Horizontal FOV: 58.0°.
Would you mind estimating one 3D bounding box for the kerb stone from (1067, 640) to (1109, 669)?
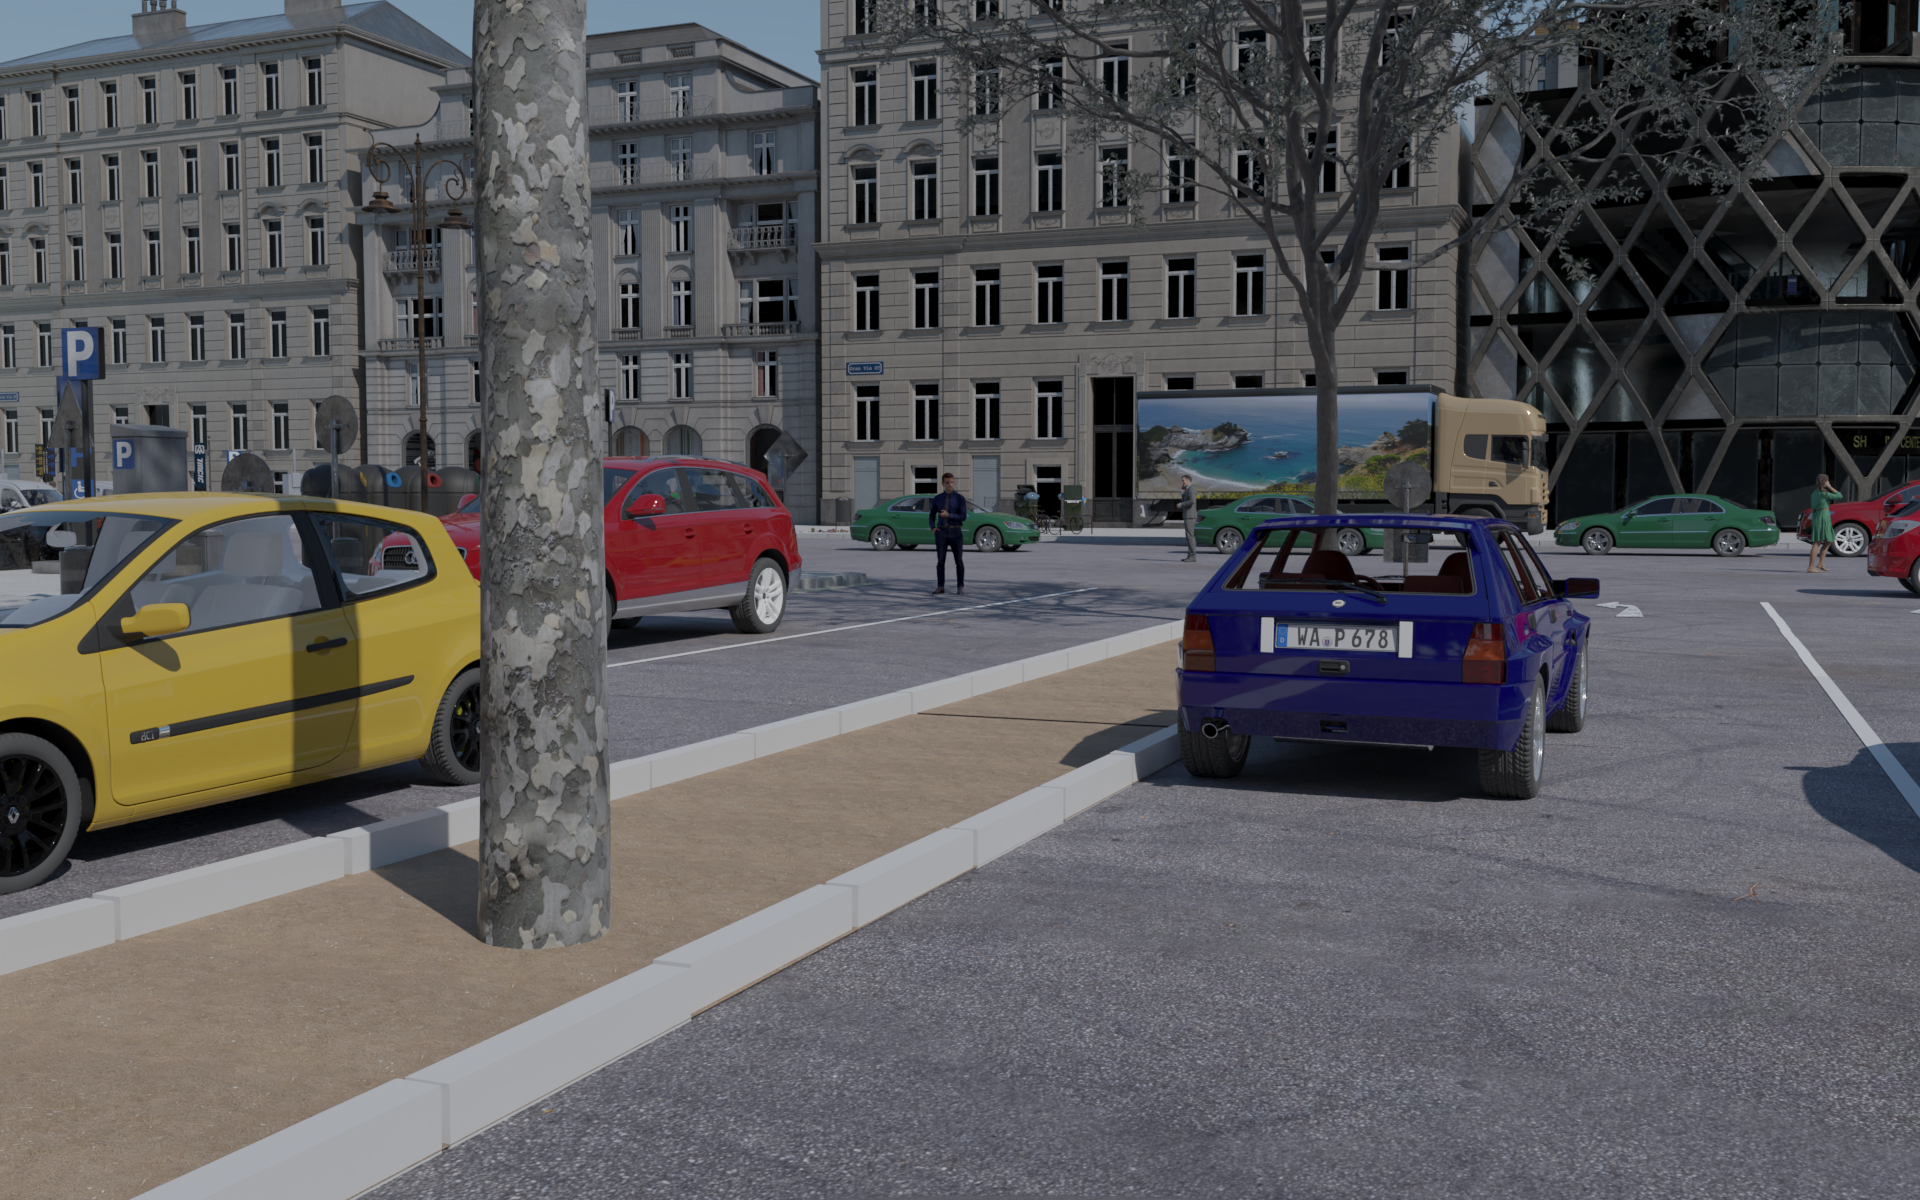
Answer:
[{"bbox_3d":[1.018,0.469,14.539,0.120,0.150,1.000,1,4,22],"label":"kerb stone"}]

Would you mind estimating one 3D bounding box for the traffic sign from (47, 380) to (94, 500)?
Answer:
[{"bbox_3d":[-10.213,-1.215,19.862,0.884,2.594,0.081,2,4,31],"label":"traffic sign"}]

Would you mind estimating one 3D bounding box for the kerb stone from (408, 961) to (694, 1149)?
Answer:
[{"bbox_3d":[-0.979,1.102,4.269,0.120,0.150,1.000,1,4,22],"label":"kerb stone"}]

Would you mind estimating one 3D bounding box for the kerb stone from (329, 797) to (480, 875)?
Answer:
[{"bbox_3d":[-2.134,0.932,6.953,0.120,0.150,1.000,1,4,22],"label":"kerb stone"}]

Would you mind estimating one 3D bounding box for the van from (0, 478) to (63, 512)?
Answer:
[{"bbox_3d":[-26.665,-2.605,49.603,4.112,2.044,2.013,2,4,24],"label":"van"}]

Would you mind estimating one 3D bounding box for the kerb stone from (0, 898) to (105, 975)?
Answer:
[{"bbox_3d":[-2.928,1.056,5.053,0.120,0.150,1.000,1,4,22],"label":"kerb stone"}]

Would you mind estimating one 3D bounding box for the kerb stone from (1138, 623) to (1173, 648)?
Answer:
[{"bbox_3d":[1.805,0.352,16.436,0.120,0.150,1.000,1,4,22],"label":"kerb stone"}]

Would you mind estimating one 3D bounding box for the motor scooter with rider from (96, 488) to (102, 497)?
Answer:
[{"bbox_3d":[-22.494,-2.180,44.601,1.986,1.779,0.876,1,4,21],"label":"motor scooter with rider"}]

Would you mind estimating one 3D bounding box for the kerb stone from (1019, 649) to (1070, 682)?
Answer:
[{"bbox_3d":[0.622,0.526,13.593,0.120,0.150,1.000,1,4,22],"label":"kerb stone"}]

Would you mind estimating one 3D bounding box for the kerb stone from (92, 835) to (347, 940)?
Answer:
[{"bbox_3d":[-2.538,0.991,6.001,0.120,0.150,1.000,1,4,22],"label":"kerb stone"}]

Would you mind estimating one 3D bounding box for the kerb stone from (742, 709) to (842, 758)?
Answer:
[{"bbox_3d":[-0.962,0.761,9.802,0.120,0.150,1.000,1,4,22],"label":"kerb stone"}]

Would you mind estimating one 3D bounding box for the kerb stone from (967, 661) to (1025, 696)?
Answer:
[{"bbox_3d":[0.224,0.584,12.647,0.120,0.150,1.000,1,4,22],"label":"kerb stone"}]

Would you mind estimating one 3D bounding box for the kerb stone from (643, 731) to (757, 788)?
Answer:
[{"bbox_3d":[-1.352,0.823,8.853,0.120,0.150,1.000,1,4,22],"label":"kerb stone"}]

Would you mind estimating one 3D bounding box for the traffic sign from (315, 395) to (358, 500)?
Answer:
[{"bbox_3d":[-8.043,-1.357,22.299,0.768,2.556,0.104,2,4,28],"label":"traffic sign"}]

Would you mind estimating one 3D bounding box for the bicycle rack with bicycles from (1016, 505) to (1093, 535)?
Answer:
[{"bbox_3d":[2.766,-2.545,54.989,2.852,0.926,2.925,3,5,39],"label":"bicycle rack with bicycles"}]

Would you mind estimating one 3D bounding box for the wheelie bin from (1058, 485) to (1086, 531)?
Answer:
[{"bbox_3d":[3.897,-3.207,60.338,0.980,1.594,0.693,0,4,2],"label":"wheelie bin"}]

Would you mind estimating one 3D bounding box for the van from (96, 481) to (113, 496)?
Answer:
[{"bbox_3d":[-26.641,-2.953,55.293,4.112,2.044,2.013,2,4,23],"label":"van"}]

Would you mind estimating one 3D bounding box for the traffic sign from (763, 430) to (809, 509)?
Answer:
[{"bbox_3d":[-2.741,-1.441,27.204,0.795,2.450,0.064,1,4,22],"label":"traffic sign"}]

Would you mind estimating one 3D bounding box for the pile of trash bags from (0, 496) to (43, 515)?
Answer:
[{"bbox_3d":[-15.880,-1.267,30.461,1.912,1.369,3.447,3,5,40],"label":"pile of trash bags"}]

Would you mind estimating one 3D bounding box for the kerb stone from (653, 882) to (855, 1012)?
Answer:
[{"bbox_3d":[-0.600,1.041,5.223,0.120,0.150,1.000,1,4,22],"label":"kerb stone"}]

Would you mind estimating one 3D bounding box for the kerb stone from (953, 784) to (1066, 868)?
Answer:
[{"bbox_3d":[0.204,0.924,7.111,0.120,0.150,1.000,1,4,22],"label":"kerb stone"}]

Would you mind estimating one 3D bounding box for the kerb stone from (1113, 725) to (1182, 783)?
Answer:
[{"bbox_3d":[0.990,0.806,9.023,0.120,0.150,1.000,1,4,22],"label":"kerb stone"}]

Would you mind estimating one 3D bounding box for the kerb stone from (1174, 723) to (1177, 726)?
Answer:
[{"bbox_3d":[1.387,0.750,9.969,0.120,0.150,1.000,1,4,22],"label":"kerb stone"}]

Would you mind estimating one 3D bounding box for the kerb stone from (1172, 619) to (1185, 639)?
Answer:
[{"bbox_3d":[2.206,0.297,17.392,0.120,0.150,1.000,1,4,22],"label":"kerb stone"}]

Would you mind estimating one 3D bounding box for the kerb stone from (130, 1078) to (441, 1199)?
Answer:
[{"bbox_3d":[-1.373,1.154,3.322,0.120,0.150,1.000,1,4,22],"label":"kerb stone"}]

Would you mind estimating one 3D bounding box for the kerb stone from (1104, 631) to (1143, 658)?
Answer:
[{"bbox_3d":[1.413,0.412,15.486,0.120,0.150,1.000,1,4,22],"label":"kerb stone"}]

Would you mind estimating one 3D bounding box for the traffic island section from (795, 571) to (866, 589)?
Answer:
[{"bbox_3d":[-2.766,-0.305,27.275,2.009,0.180,2.903,1,4,22],"label":"traffic island section"}]

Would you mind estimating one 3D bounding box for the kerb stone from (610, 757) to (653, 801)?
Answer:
[{"bbox_3d":[-1.740,0.876,7.901,0.120,0.150,1.000,1,4,22],"label":"kerb stone"}]

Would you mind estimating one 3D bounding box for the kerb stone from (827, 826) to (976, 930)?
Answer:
[{"bbox_3d":[-0.197,0.980,6.166,0.120,0.150,1.000,1,4,22],"label":"kerb stone"}]

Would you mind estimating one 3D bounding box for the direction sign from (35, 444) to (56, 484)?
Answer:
[{"bbox_3d":[-41.351,-5.282,78.363,0.876,3.537,0.379,0,4,1],"label":"direction sign"}]

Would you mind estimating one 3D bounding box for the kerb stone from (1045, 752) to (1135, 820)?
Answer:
[{"bbox_3d":[0.598,0.866,8.071,0.120,0.150,1.000,1,4,22],"label":"kerb stone"}]

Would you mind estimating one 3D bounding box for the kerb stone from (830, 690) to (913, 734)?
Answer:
[{"bbox_3d":[-0.565,0.704,10.748,0.120,0.150,1.000,1,4,22],"label":"kerb stone"}]

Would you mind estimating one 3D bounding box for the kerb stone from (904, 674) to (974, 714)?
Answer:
[{"bbox_3d":[-0.167,0.642,11.693,0.120,0.150,1.000,1,4,22],"label":"kerb stone"}]
